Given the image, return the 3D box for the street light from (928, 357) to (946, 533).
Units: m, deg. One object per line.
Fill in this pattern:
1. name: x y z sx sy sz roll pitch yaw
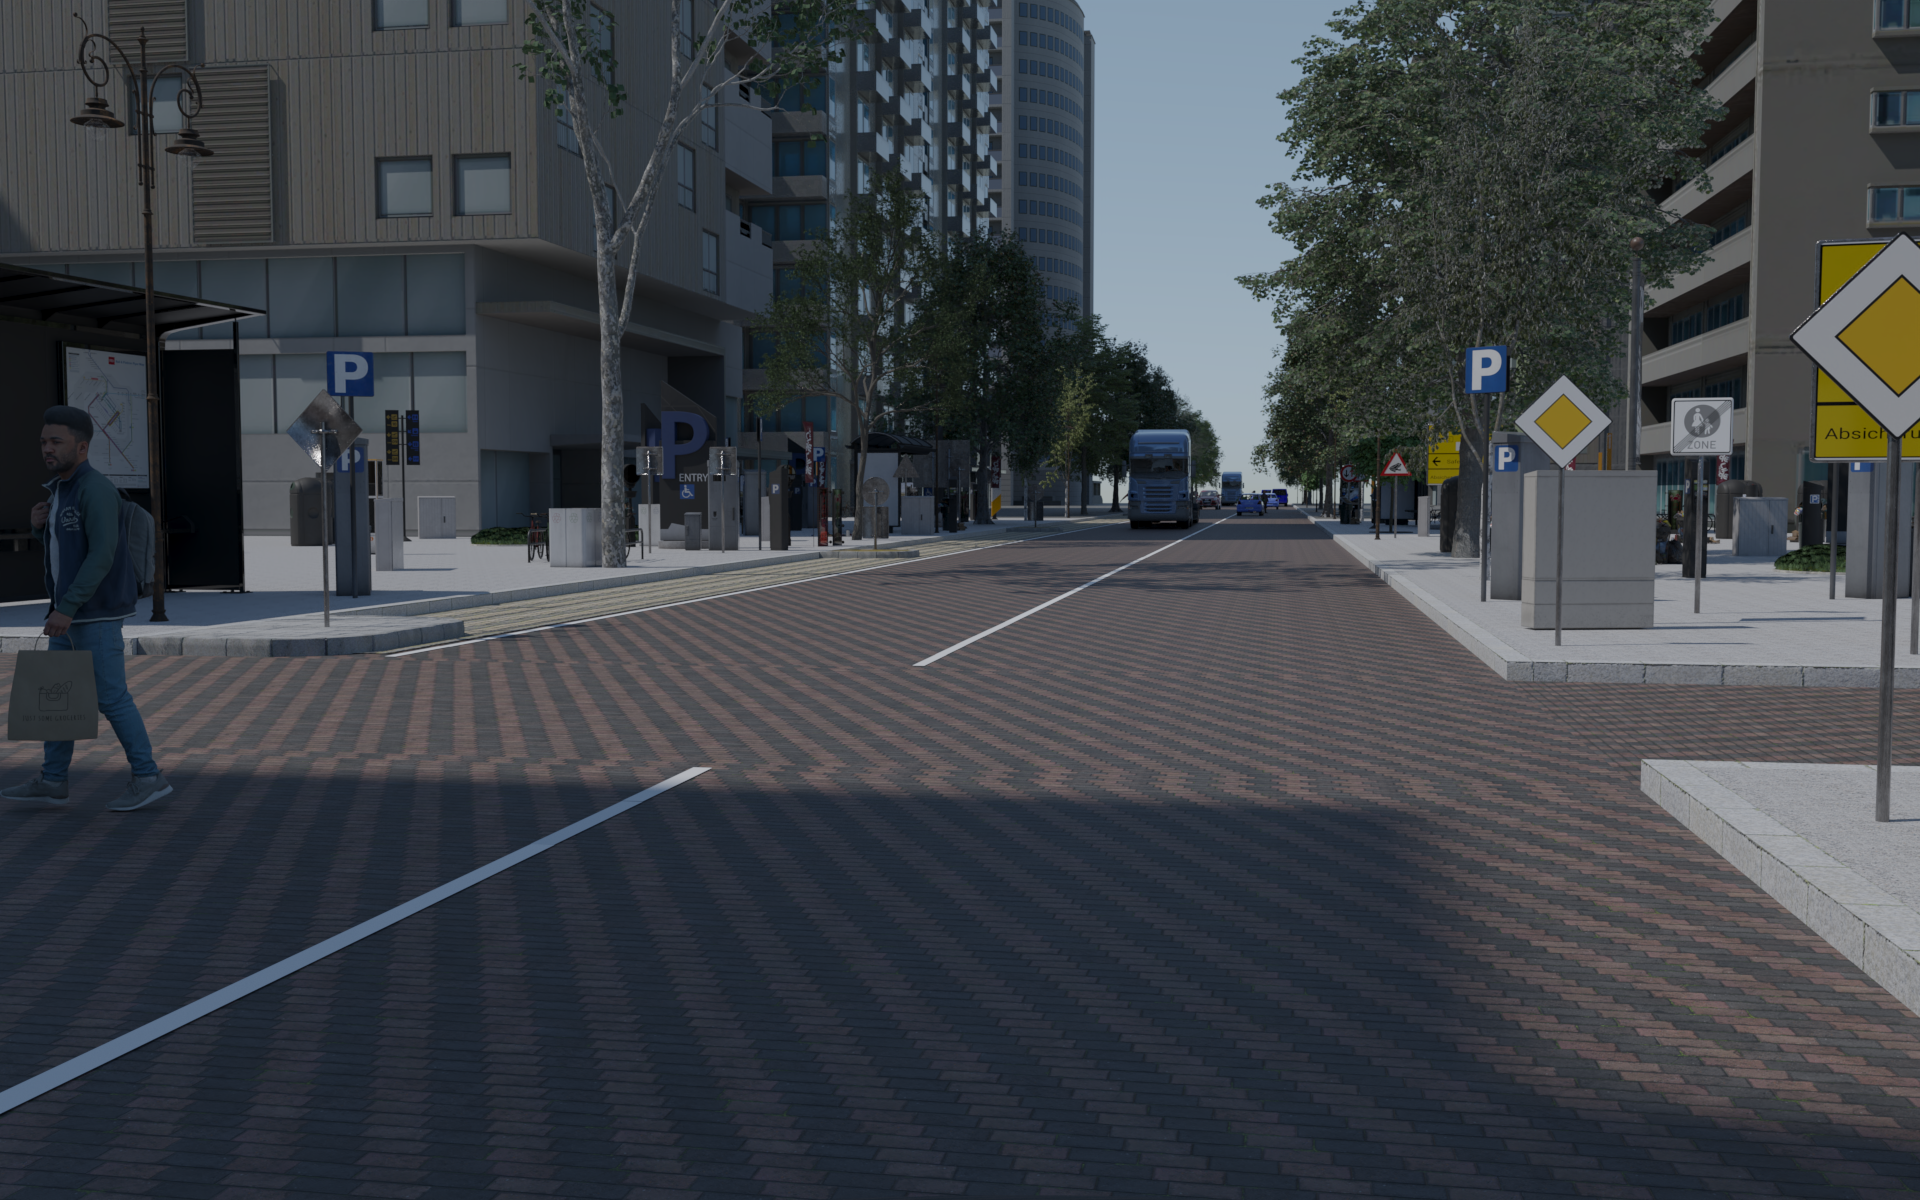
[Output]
1. street light: -0.763 -5.141 56.842 0.468 5.910 1.993 1 4 10

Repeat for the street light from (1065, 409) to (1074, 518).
1. street light: 5.808 -7.322 92.510 0.468 5.910 1.993 1 4 10

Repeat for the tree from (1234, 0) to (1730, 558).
1. tree: 10.192 -7.827 34.633 9.857 13.997 8.962 0 3 0

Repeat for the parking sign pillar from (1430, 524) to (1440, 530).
1. parking sign pillar: 17.693 -4.531 62.552 1.447 3.967 1.447 1 4 10

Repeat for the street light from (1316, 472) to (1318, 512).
1. street light: 25.357 -9.187 122.991 0.468 5.910 1.993 1 4 10

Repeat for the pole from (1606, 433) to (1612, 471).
1. pole: 21.711 -3.923 57.991 0.158 3.312 0.155 0 3 0

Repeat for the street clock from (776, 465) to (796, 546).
1. street clock: -4.296 -2.334 42.737 0.471 2.002 0.358 -2 4 -32

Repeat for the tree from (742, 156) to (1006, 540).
1. tree: -2.560 -6.939 47.863 7.601 10.594 8.767 1 4 20

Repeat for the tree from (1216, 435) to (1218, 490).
1. tree: 16.290 -14.257 150.110 9.611 12.733 9.660 0 3 0

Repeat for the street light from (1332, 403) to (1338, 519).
1. street light: 19.069 -7.045 87.979 0.468 5.910 1.993 1 4 10

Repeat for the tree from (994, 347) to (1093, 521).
1. tree: 3.371 -8.098 82.767 4.737 8.622 4.395 0 3 0

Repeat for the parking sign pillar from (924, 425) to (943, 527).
1. parking sign pillar: -1.032 -4.809 67.100 1.447 3.967 1.447 1 4 16

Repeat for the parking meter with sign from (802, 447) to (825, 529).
1. parking meter with sign: -5.605 -4.199 64.917 0.543 3.016 1.738 -2 4 -24

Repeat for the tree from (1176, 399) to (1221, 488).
1. tree: 26.125 -17.675 207.108 7.486 12.596 7.792 0 3 0

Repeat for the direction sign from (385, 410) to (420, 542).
1. direction sign: -15.015 -3.347 46.717 0.876 3.537 0.379 -1 4 -10

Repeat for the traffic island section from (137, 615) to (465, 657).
1. traffic island section: -6.126 0.341 16.706 2.009 0.180 2.903 1 4 10

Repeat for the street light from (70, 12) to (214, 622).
1. street light: -8.076 -2.722 17.285 0.468 5.910 1.993 1 4 10

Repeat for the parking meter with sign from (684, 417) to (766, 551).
1. parking meter with sign: -5.376 -2.634 39.319 1.738 3.016 0.543 0 4 -2

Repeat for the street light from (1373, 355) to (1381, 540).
1. street light: 11.718 -4.626 48.429 0.468 5.910 1.993 1 4 10

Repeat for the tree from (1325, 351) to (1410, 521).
1. tree: 19.453 -8.079 82.460 4.737 8.622 4.395 0 3 0

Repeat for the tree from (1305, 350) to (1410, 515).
1. tree: 23.604 -11.031 106.109 9.928 11.665 9.643 0 3 0

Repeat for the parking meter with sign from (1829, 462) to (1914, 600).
1. parking meter with sign: 11.363 -1.532 21.317 1.738 3.016 0.543 -2 4 -24

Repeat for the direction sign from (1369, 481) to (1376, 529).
1. direction sign: 15.324 -4.401 63.949 0.379 3.537 0.876 0 4 7

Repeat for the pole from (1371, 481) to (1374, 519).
1. pole: 21.004 -5.765 88.101 0.158 3.312 0.155 0 3 0

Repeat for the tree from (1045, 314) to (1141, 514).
1. tree: 7.745 -11.661 108.790 7.486 12.596 7.792 0 3 0

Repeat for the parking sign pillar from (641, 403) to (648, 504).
1. parking sign pillar: -8.989 -3.877 51.866 1.447 3.967 1.447 2 4 26

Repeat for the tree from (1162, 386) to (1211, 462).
1. tree: 21.505 -16.735 183.990 12.009 13.543 11.850 0 3 0

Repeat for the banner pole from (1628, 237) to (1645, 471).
1. banner pole: 6.709 -1.662 17.192 0.401 3.779 0.863 2 4 28

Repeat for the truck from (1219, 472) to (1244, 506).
1. truck: 33.690 -13.648 212.902 2.967 4.110 18.799 1 4 11

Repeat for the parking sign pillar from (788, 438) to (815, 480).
1. parking sign pillar: -7.513 -5.730 82.159 1.447 3.967 1.447 0 4 -5

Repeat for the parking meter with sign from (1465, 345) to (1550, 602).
1. parking meter with sign: 6.860 -1.518 21.084 1.738 3.016 0.543 -3 5 -41

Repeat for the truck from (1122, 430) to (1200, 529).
1. truck: 9.380 -5.411 78.233 2.967 4.110 18.799 1 4 9

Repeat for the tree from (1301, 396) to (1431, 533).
1. tree: 14.298 -4.507 57.409 4.285 4.588 4.351 0 3 0

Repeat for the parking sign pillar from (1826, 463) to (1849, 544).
1. parking sign pillar: 19.823 -3.032 38.041 1.447 3.967 1.447 -3 5 -43

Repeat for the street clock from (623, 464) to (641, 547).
1. street clock: -7.964 -2.279 41.834 0.471 2.002 0.358 -3 4 -36

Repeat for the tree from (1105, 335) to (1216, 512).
1. tree: 11.345 -12.705 124.739 9.611 12.733 9.660 0 3 0

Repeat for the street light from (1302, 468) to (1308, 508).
1. street light: 32.613 -11.612 162.638 0.468 5.910 1.993 1 4 10

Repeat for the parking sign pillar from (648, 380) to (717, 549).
1. parking sign pillar: -6.415 -3.206 40.897 1.447 3.967 1.447 0 4 3

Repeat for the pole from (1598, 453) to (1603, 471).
1. pole: 31.430 -5.579 85.062 0.158 3.312 0.155 0 3 0

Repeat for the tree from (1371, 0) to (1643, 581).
1. tree: 7.888 -4.607 25.692 4.360 8.622 3.978 0 3 0

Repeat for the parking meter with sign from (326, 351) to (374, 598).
1. parking meter with sign: -7.720 -1.576 22.030 0.543 3.016 1.738 -1 4 -19

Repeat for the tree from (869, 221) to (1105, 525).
1. tree: 0.974 -9.534 72.884 9.611 12.733 9.660 0 3 0

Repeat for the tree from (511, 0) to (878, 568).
1. tree: -5.025 -10.559 28.536 12.611 20.169 13.585 0 3 0

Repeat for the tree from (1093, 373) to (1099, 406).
1. tree: 5.796 -8.939 96.508 4.737 8.622 4.395 0 3 0

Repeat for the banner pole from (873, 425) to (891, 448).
1. banner pole: -2.862 -4.433 62.493 0.863 3.779 0.401 -1 4 -19

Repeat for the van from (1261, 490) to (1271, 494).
1. van: 42.025 -14.182 236.267 2.240 2.365 5.245 1 4 12

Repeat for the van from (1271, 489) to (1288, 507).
1. van: 36.183 -11.754 196.555 2.240 2.365 5.245 1 4 8
